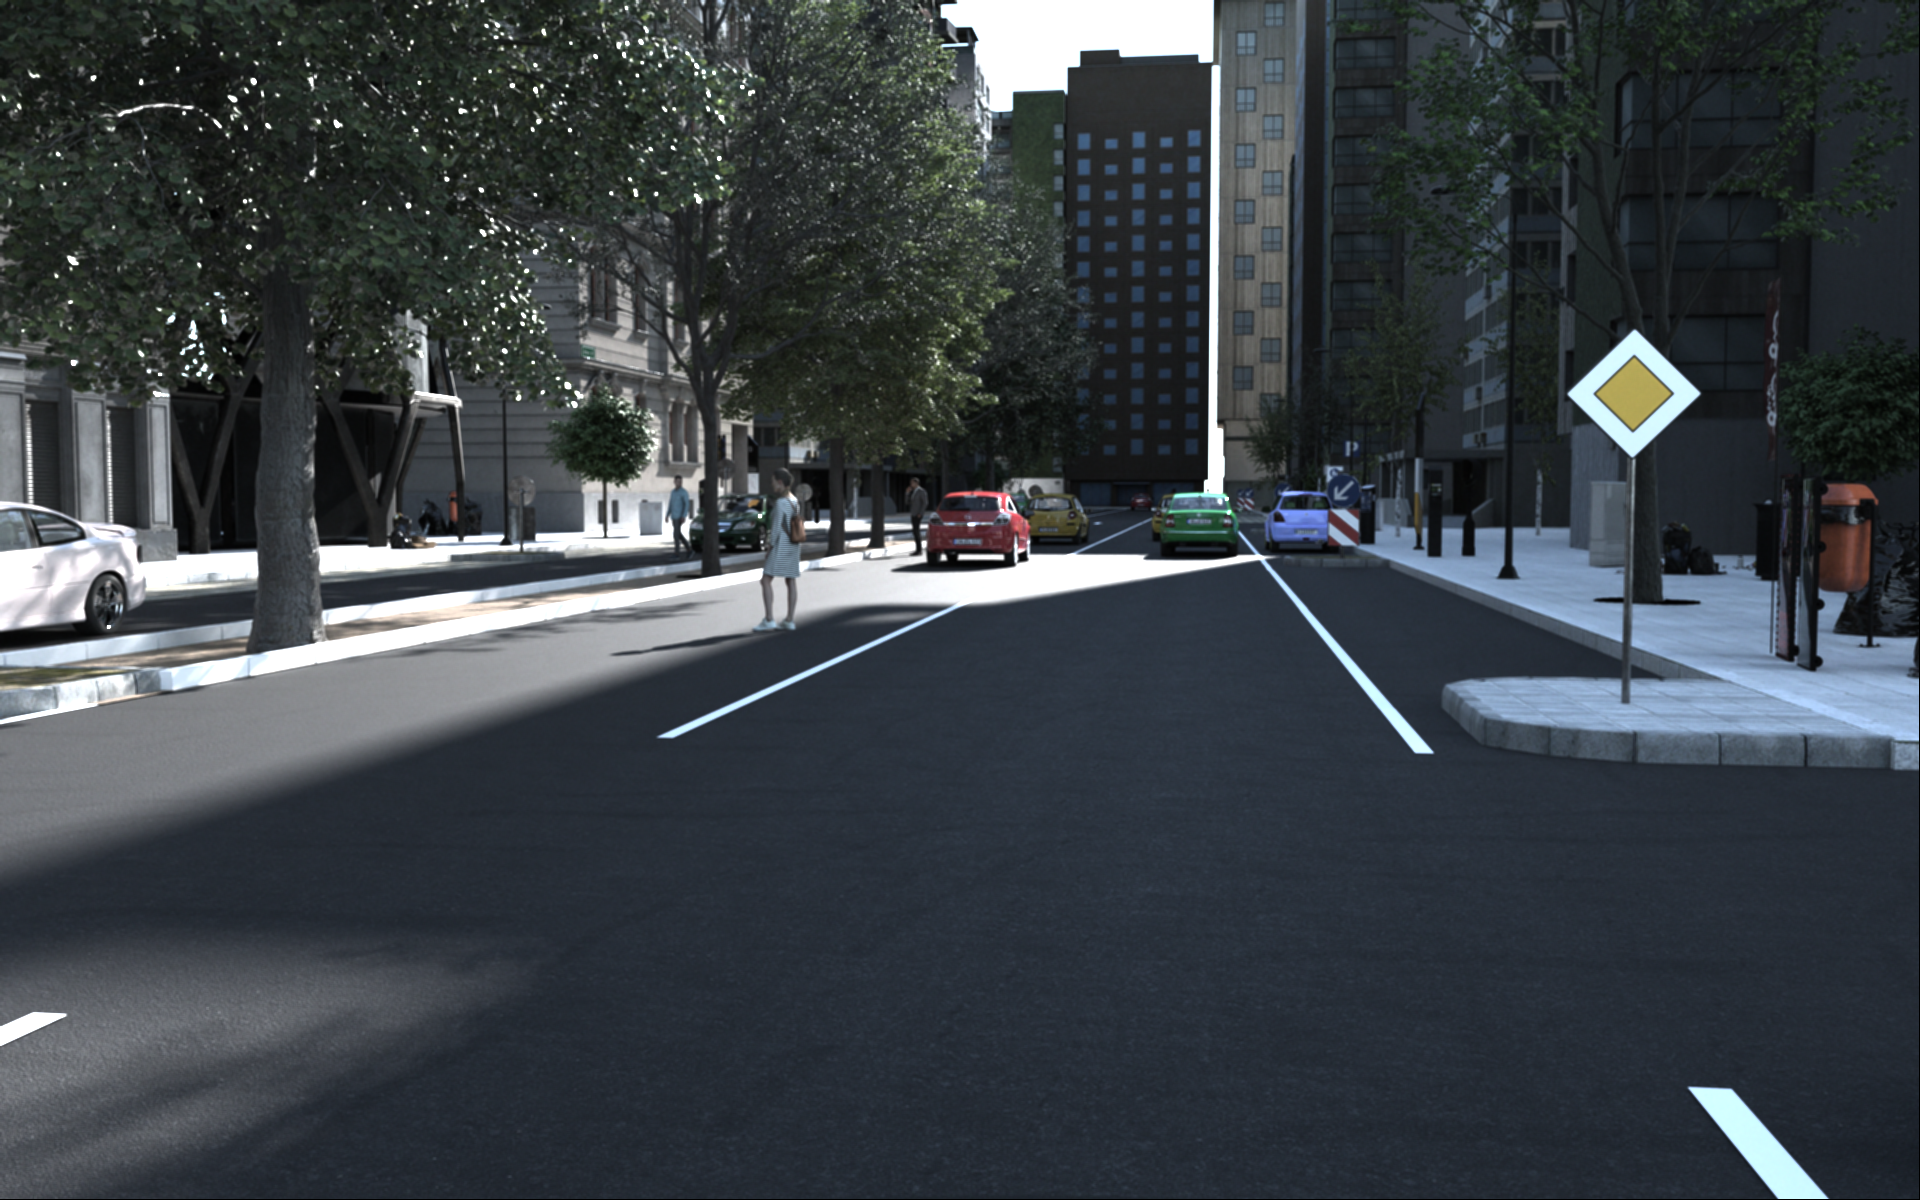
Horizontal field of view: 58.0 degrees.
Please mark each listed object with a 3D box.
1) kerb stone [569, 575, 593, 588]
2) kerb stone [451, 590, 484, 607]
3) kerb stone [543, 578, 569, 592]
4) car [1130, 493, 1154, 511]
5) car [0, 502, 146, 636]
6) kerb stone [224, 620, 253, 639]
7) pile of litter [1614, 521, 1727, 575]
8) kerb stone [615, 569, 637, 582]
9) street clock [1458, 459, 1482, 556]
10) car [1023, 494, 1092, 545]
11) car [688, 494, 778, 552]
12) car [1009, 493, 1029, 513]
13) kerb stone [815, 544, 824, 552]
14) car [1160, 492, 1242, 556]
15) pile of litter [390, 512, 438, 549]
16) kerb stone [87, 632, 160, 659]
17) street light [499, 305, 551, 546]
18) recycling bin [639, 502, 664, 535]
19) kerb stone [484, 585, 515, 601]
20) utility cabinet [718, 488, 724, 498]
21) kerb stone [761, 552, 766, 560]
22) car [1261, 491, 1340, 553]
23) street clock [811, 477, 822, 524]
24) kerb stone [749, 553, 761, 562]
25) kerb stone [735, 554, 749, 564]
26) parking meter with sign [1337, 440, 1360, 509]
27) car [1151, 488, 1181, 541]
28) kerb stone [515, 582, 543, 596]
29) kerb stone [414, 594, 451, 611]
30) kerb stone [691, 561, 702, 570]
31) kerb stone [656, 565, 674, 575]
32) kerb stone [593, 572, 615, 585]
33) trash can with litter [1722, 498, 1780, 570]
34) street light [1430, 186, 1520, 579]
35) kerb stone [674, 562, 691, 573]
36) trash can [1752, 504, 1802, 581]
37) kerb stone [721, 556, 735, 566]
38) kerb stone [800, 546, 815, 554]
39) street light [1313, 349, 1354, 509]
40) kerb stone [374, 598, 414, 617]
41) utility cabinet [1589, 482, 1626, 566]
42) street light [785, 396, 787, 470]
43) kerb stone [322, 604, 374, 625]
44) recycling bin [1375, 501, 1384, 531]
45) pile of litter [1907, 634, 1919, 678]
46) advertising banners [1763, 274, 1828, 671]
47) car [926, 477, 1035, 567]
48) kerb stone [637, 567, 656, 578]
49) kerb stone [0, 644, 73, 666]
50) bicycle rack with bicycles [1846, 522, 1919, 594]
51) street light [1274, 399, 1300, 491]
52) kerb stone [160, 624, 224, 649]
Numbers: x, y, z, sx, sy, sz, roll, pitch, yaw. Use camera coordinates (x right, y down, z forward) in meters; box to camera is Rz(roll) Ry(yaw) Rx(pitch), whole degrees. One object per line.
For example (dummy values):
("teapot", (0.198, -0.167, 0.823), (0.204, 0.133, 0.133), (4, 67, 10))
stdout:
("kerb stone", (-5.904, -0.264, 26.563), (0.120, 0.150, 1.000), (0, 4, 8))
("kerb stone", (-6.476, -0.017, 22.502), (0.120, 0.150, 1.000), (0, 4, 8))
("kerb stone", (-6.041, -0.205, 25.549), (0.120, 0.150, 1.000), (0, 4, 8))
("car", (15.848, -8.685, 151.038), (2.155, 1.783, 4.494), (0, 4, 8))
("car", (-9.708, -0.244, 16.358), (2.083, 1.381, 4.827), (0, 4, 7))
("kerb stone", (-7.196, 0.291, 17.435), (0.120, 0.150, 1.000), (0, 4, 8))
("pile of litter", (11.441, -0.853, 27.905), (1.719, 0.858, 1.176), (1, 4, 23))
("kerb stone", (-5.602, -0.391, 28.591), (0.120, 0.150, 1.000), (0, 4, 8))
("street clock", (10.550, -1.915, 35.877), (0.358, 2.002, 0.471), (-2, 4, -26))
("car", (2.794, -2.458, 50.407), (2.015, 1.641, 3.980), (1, 4, 9))
("car", (-5.537, -1.999, 44.484), (2.131, 1.459, 4.920), (1, 4, 9))
("car", (3.299, -5.830, 104.119), (1.959, 1.807, 4.718), (0, 4, 7))
("kerb stone", (-3.589, -1.258, 42.795), (0.120, 0.150, 1.000), (0, 4, 8))
("car", (5.723, -1.983, 41.226), (1.959, 1.807, 4.718), (1, 4, 9))
("pile of litter", (-12.926, -1.649, 40.923), (1.176, 0.858, 1.719), (0, 4, 1))
("kerb stone", (-7.493, 0.416, 15.402), (0.120, 0.150, 1.000), (0, 4, 8))
("street light", (-10.709, -4.289, 42.664), (1.470, 5.913, 1.316), (0, 4, 8))
("recycling bin", (-9.616, -2.534, 53.986), (0.722, 1.027, 0.722), (0, 4, -8))
("kerb stone", (-6.332, -0.076, 23.514), (0.120, 0.150, 1.000), (0, 4, 8))
("utility cabinet", (-8.373, -3.085, 59.114), (0.318, 1.500, 1.173), (0, 4, 8))
("kerb stone", (-4.309, -0.949, 37.717), (0.120, 0.150, 1.000), (0, 4, 8))
("car", (8.589, -2.081, 43.614), (1.945, 1.707, 3.694), (0, 4, 7))
("street clock", (-6.226, -4.327, 75.318), (0.471, 2.002, 0.358), (-1, 4, -14))
("kerb stone", (-4.456, -0.887, 36.705), (0.120, 0.150, 1.000), (0, 4, 8))
("kerb stone", (-4.594, -0.825, 35.692), (0.120, 0.150, 1.000), (0, 4, 8))
("parking meter with sign", (12.732, -3.721, 57.104), (0.543, 3.016, 1.738), (0, 4, 2))
("car", (6.950, -2.685, 54.116), (2.015, 1.641, 3.980), (1, 4, 10))
("kerb stone", (-6.192, -0.141, 24.530), (0.120, 0.150, 1.000), (0, 4, 8))
("kerb stone", (-6.621, 0.043, 21.490), (0.120, 0.150, 1.000), (0, 4, 8))
("kerb stone", (-5.033, -0.636, 32.655), (0.120, 0.150, 1.000), (0, 4, 8))
("kerb stone", (-5.316, -0.514, 30.630), (0.120, 0.150, 1.000), (0, 4, 8))
("kerb stone", (-5.756, -0.329, 27.574), (0.120, 0.150, 1.000), (0, 4, 8))
("trash can with litter", (13.675, -1.109, 29.183), (1.678, 1.210, 2.233), (0, 4, 5))
("street light", (7.788, -3.282, 26.197), (1.470, 5.913, 1.316), (0, 4, 8))
("kerb stone", (-5.175, -0.572, 31.643), (0.120, 0.150, 1.000), (0, 4, 8))
("trash can", (12.175, -0.862, 25.754), (0.748, 1.137, 0.748), (0, 3, 0))
("kerb stone", (-4.743, -0.759, 34.680), (0.120, 0.150, 1.000), (0, 4, 8))
("kerb stone", (-3.732, -1.195, 41.777), (0.120, 0.150, 1.000), (0, 4, 8))
("street light", (11.994, -5.071, 55.459), (1.470, 5.913, 1.316), (0, 4, 8))
("kerb stone", (-6.766, 0.107, 20.478), (0.120, 0.150, 1.000), (0, 4, 8))
("utility cabinet", (11.617, -1.349, 30.736), (1.173, 1.500, 0.318), (-3, 5, -43))
("street light", (-6.632, -6.030, 71.137), (1.470, 5.913, 1.316), (0, 4, 8))
("kerb stone", (-6.906, 0.167, 19.463), (0.120, 0.150, 1.000), (0, 4, 8))
("recycling bin", (14.458, -2.951, 60.806), (0.722, 1.027, 0.722), (1, 4, 21))
("pile of litter", (7.536, 0.109, 12.190), (1.719, 0.858, 1.176), (1, 4, 9))
("advertising banners", (6.407, -1.050, 13.354), (0.090, 3.025, 2.074), (1, 4, 14))
("car", (0.430, -1.637, 35.801), (2.155, 1.783, 4.494), (0, 4, 7))
("kerb stone", (-5.465, -0.453, 29.609), (0.120, 0.150, 1.000), (0, 4, 8))
("kerb stone", (-7.630, 0.478, 14.382), (0.120, 0.150, 1.000), (0, 4, 8))
("bicycle rack with bicycles", (12.293, -0.491, 21.416), (2.925, 0.926, 2.852), (0, 4, -6))
("street light", (16.051, -6.861, 84.717), (1.470, 5.913, 1.316), (0, 4, 8))
("kerb stone", (-7.342, 0.353, 16.423), (0.120, 0.150, 1.000), (0, 4, 8))
